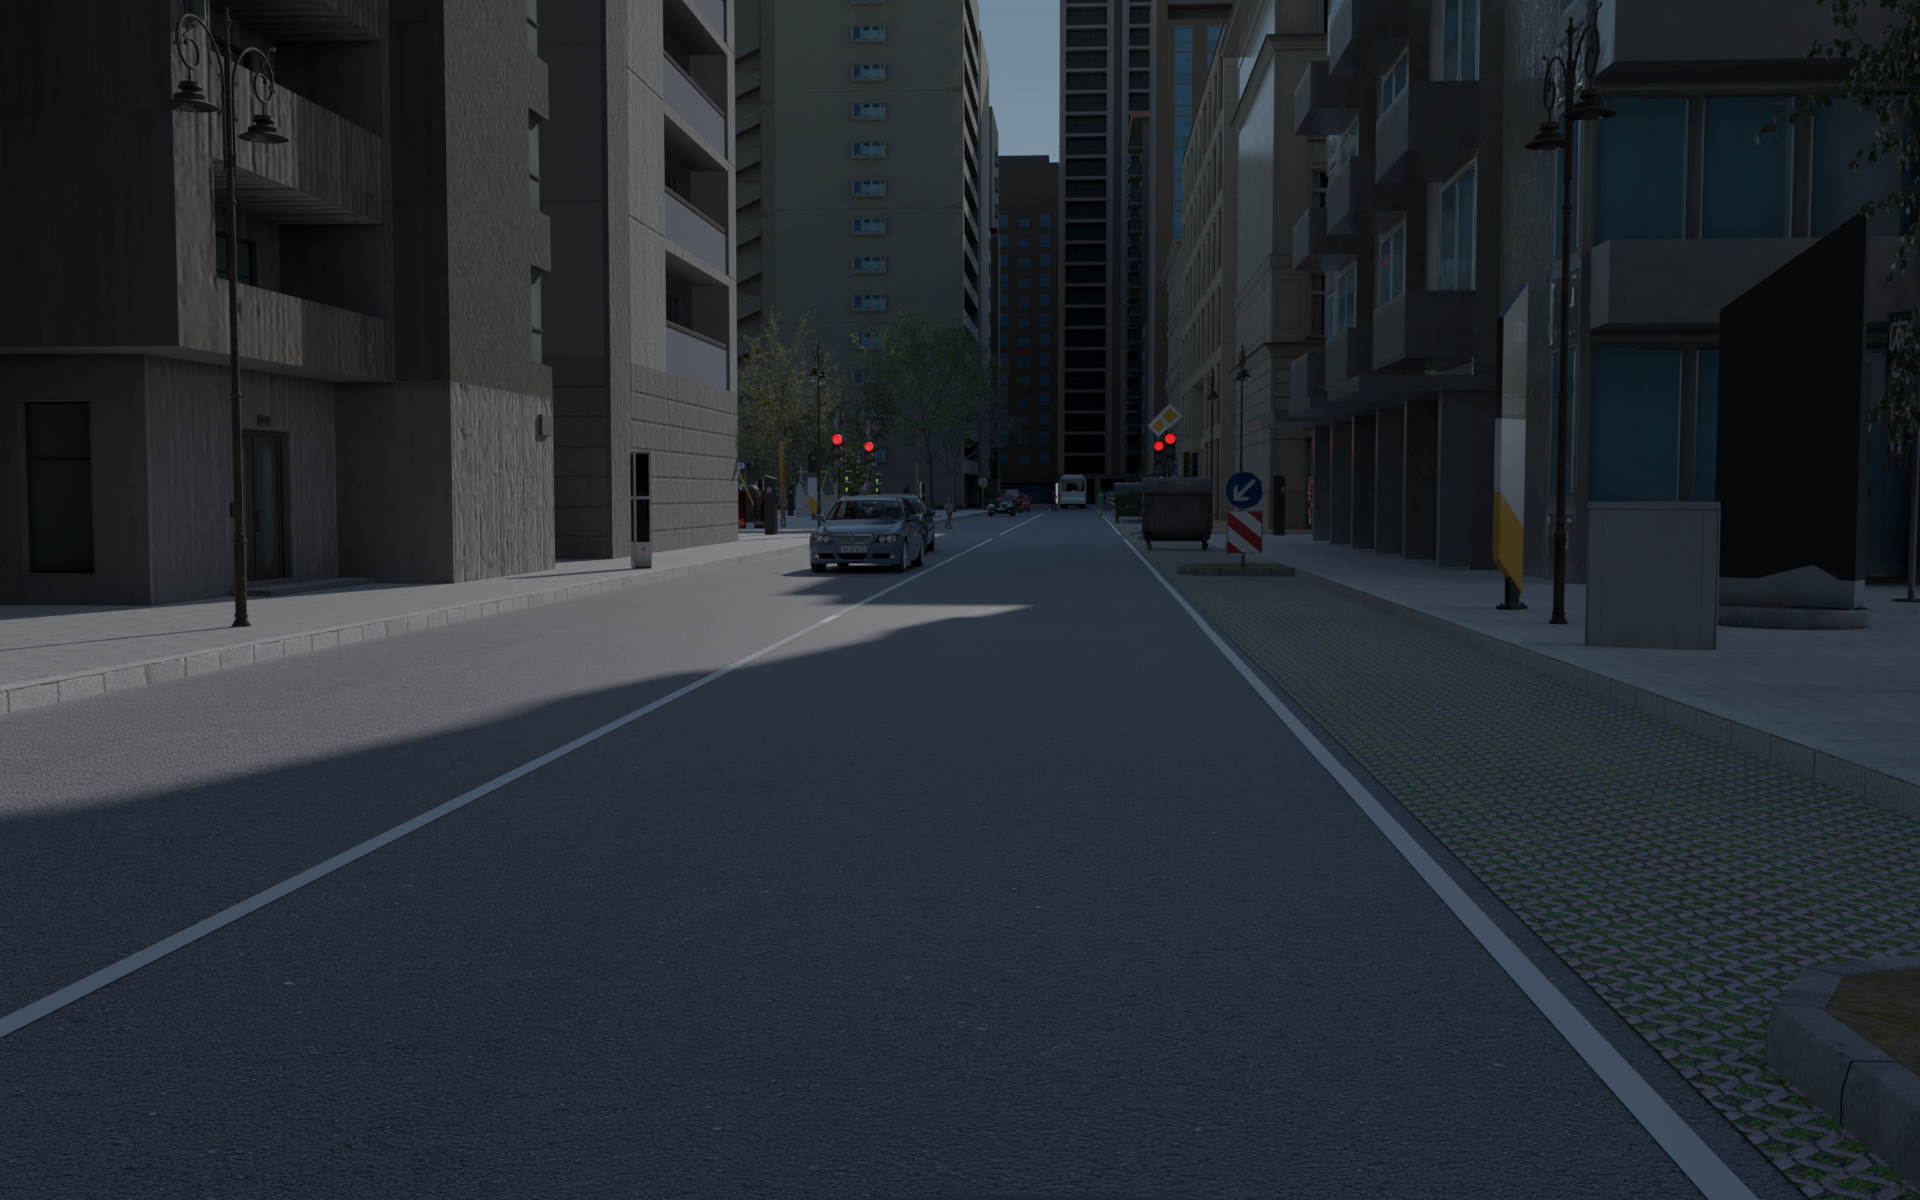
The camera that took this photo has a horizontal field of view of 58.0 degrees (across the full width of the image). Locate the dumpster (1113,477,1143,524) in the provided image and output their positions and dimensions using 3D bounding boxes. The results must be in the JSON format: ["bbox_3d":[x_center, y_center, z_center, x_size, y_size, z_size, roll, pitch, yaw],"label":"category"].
[{"bbox_3d":[8.412,-4.830,83.922,1.985,2.255,1.502,0,4,3],"label":"dumpster"}]

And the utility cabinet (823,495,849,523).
[{"bbox_3d":[-5.131,-3.699,71.638,1.020,1.237,0.306,0,4,2],"label":"utility cabinet"}]

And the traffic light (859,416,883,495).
[{"bbox_3d":[-3.217,-4.481,62.190,0.839,4.253,0.868,0,4,4],"label":"traffic light"}]

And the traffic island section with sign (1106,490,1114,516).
[{"bbox_3d":[10.741,-6.406,113.366,1.989,1.847,2.006,0,4,4],"label":"traffic island section with sign"}]

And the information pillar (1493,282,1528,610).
[{"bbox_3d":[6.087,-1.699,19.138,0.504,3.616,0.183,-3,5,-40],"label":"information pillar"}]

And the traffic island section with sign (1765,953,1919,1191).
[{"bbox_3d":[2.978,0.296,3.791,1.989,1.847,2.006,0,4,4],"label":"traffic island section with sign"}]

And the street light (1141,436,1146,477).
[{"bbox_3d":[14.360,-9.979,135.948,0.468,5.910,1.993,0,4,4],"label":"street light"}]

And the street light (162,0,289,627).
[{"bbox_3d":[-6.968,-2.681,16.617,0.468,5.910,1.993,0,4,4],"label":"street light"}]

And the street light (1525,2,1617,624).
[{"bbox_3d":[5.917,-2.701,16.950,0.468,5.910,1.993,0,4,4],"label":"street light"}]

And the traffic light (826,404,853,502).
[{"bbox_3d":[-3.782,-3.994,54.225,0.839,4.253,0.868,0,4,4],"label":"traffic light"}]

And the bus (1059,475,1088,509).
[{"bbox_3d":[11.376,-10.934,173.625,2.948,3.499,13.247,0,4,4],"label":"bus"}]

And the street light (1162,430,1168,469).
[{"bbox_3d":[11.802,-7.784,100.057,0.468,5.910,1.993,0,4,4],"label":"street light"}]

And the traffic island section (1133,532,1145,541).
[{"bbox_3d":[6.494,-1.917,53.630,2.009,0.180,2.903,0,4,4],"label":"traffic island section"}]

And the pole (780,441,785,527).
[{"bbox_3d":[-6.810,-4.448,66.562,0.158,3.312,0.155,0,3,0],"label":"pole"}]

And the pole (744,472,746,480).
[{"bbox_3d":[-15.932,-8.236,128.508,0.158,3.312,0.155,0,3,0],"label":"pole"}]

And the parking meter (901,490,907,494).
[{"bbox_3d":[-3.547,-6.216,110.048,0.372,1.533,0.369,0,3,0],"label":"parking meter"}]

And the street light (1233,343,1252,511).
[{"bbox_3d":[8.611,-4.906,53.002,0.468,5.910,1.993,0,4,4],"label":"street light"}]

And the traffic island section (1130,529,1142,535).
[{"bbox_3d":[7.059,-2.405,61.595,2.009,0.180,2.903,0,4,4],"label":"traffic island section"}]

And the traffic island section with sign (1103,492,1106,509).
[{"bbox_3d":[16.235,-11.154,190.995,1.989,1.847,2.006,0,4,4],"label":"traffic island section with sign"}]

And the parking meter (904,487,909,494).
[{"bbox_3d":[-4.161,-7.849,134.036,0.399,1.863,0.255,1,4,15],"label":"parking meter"}]

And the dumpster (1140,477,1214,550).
[{"bbox_3d":[5.536,-2.209,44.330,1.865,1.857,1.264,0,4,5],"label":"dumpster"}]

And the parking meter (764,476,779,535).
[{"bbox_3d":[-5.942,-2.989,54.585,0.399,1.863,0.255,1,4,18],"label":"parking meter"}]

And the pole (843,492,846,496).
[{"bbox_3d":[-5.714,-5.607,85.525,0.158,3.312,0.155,0,3,0],"label":"pole"}]

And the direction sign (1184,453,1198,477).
[{"bbox_3d":[12.599,-6.277,94.627,0.876,3.537,0.379,-2,4,-24],"label":"direction sign"}]

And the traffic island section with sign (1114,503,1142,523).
[{"bbox_3d":[8.836,-4.761,86.478,1.989,1.847,2.006,0,4,4],"label":"traffic island section with sign"}]

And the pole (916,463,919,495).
[{"bbox_3d":[-2.784,-7.283,112.928,0.158,3.312,0.155,0,3,0],"label":"pole"}]

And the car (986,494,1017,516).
[{"bbox_3d":[2.715,-6.258,112.110,2.009,1.686,4.222,0,4,4],"label":"car"}]

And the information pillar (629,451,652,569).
[{"bbox_3d":[-5.502,-1.551,29.848,0.304,2.012,0.304,-2,4,-24],"label":"information pillar"}]

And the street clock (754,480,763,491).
[{"bbox_3d":[-10.442,-5.229,90.063,0.471,2.002,0.358,2,4,35],"label":"street clock"}]

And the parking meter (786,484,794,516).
[{"bbox_3d":[-9.914,-5.832,101.061,0.399,1.863,0.255,-1,4,-19],"label":"parking meter"}]

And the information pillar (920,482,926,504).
[{"bbox_3d":[-2.314,-6.316,107.758,0.304,2.012,0.304,-1,4,-21],"label":"information pillar"}]

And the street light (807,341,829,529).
[{"bbox_3d":[-4.282,-4.875,52.499,0.468,5.910,1.993,0,4,4],"label":"street light"}]

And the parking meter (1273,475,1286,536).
[{"bbox_3d":[9.870,-2.926,53.550,0.255,1.863,0.399,3,4,37],"label":"parking meter"}]

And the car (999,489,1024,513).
[{"bbox_3d":[3.805,-7.635,133.499,2.281,1.827,5.304,0,4,4],"label":"car"}]

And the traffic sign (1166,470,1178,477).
[{"bbox_3d":[10.555,-5.312,86.959,0.768,2.556,0.104,1,4,10],"label":"traffic sign"}]

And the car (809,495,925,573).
[{"bbox_3d":[-1.712,-1.295,33.178,2.014,1.417,4.499,0,4,5],"label":"car"}]

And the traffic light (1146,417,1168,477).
[{"bbox_3d":[7.020,-4.438,61.484,0.839,4.253,0.868,0,4,4],"label":"traffic light"}]

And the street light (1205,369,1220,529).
[{"bbox_3d":[9.328,-5.589,64.160,0.468,5.910,1.993,0,4,4],"label":"street light"}]

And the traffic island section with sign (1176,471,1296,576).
[{"bbox_3d":[4.899,-1.366,30.968,1.989,1.847,2.006,0,4,4],"label":"traffic island section with sign"}]

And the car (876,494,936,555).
[{"bbox_3d":[-1.622,-1.882,42.568,2.131,1.459,4.920,0,4,3],"label":"car"}]

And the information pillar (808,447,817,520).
[{"bbox_3d":[-7.302,-5.783,85.899,0.504,3.616,0.183,1,4,22],"label":"information pillar"}]

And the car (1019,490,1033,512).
[{"bbox_3d":[4.806,-8.021,140.191,2.155,1.783,4.494,0,4,2],"label":"car"}]

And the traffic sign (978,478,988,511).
[{"bbox_3d":[1.781,-8.226,134.597,0.768,2.556,0.104,1,4,14],"label":"traffic sign"}]

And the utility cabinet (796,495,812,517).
[{"bbox_3d":[-8.769,-5.294,97.726,1.020,1.237,0.306,1,4,22],"label":"utility cabinet"}]

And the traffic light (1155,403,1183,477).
[{"bbox_3d":[6.455,-3.951,53.519,0.839,4.253,0.868,0,4,4],"label":"traffic light"}]

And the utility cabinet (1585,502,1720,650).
[{"bbox_3d":[5.797,-0.205,14.509,1.020,1.237,0.306,2,4,24],"label":"utility cabinet"}]
